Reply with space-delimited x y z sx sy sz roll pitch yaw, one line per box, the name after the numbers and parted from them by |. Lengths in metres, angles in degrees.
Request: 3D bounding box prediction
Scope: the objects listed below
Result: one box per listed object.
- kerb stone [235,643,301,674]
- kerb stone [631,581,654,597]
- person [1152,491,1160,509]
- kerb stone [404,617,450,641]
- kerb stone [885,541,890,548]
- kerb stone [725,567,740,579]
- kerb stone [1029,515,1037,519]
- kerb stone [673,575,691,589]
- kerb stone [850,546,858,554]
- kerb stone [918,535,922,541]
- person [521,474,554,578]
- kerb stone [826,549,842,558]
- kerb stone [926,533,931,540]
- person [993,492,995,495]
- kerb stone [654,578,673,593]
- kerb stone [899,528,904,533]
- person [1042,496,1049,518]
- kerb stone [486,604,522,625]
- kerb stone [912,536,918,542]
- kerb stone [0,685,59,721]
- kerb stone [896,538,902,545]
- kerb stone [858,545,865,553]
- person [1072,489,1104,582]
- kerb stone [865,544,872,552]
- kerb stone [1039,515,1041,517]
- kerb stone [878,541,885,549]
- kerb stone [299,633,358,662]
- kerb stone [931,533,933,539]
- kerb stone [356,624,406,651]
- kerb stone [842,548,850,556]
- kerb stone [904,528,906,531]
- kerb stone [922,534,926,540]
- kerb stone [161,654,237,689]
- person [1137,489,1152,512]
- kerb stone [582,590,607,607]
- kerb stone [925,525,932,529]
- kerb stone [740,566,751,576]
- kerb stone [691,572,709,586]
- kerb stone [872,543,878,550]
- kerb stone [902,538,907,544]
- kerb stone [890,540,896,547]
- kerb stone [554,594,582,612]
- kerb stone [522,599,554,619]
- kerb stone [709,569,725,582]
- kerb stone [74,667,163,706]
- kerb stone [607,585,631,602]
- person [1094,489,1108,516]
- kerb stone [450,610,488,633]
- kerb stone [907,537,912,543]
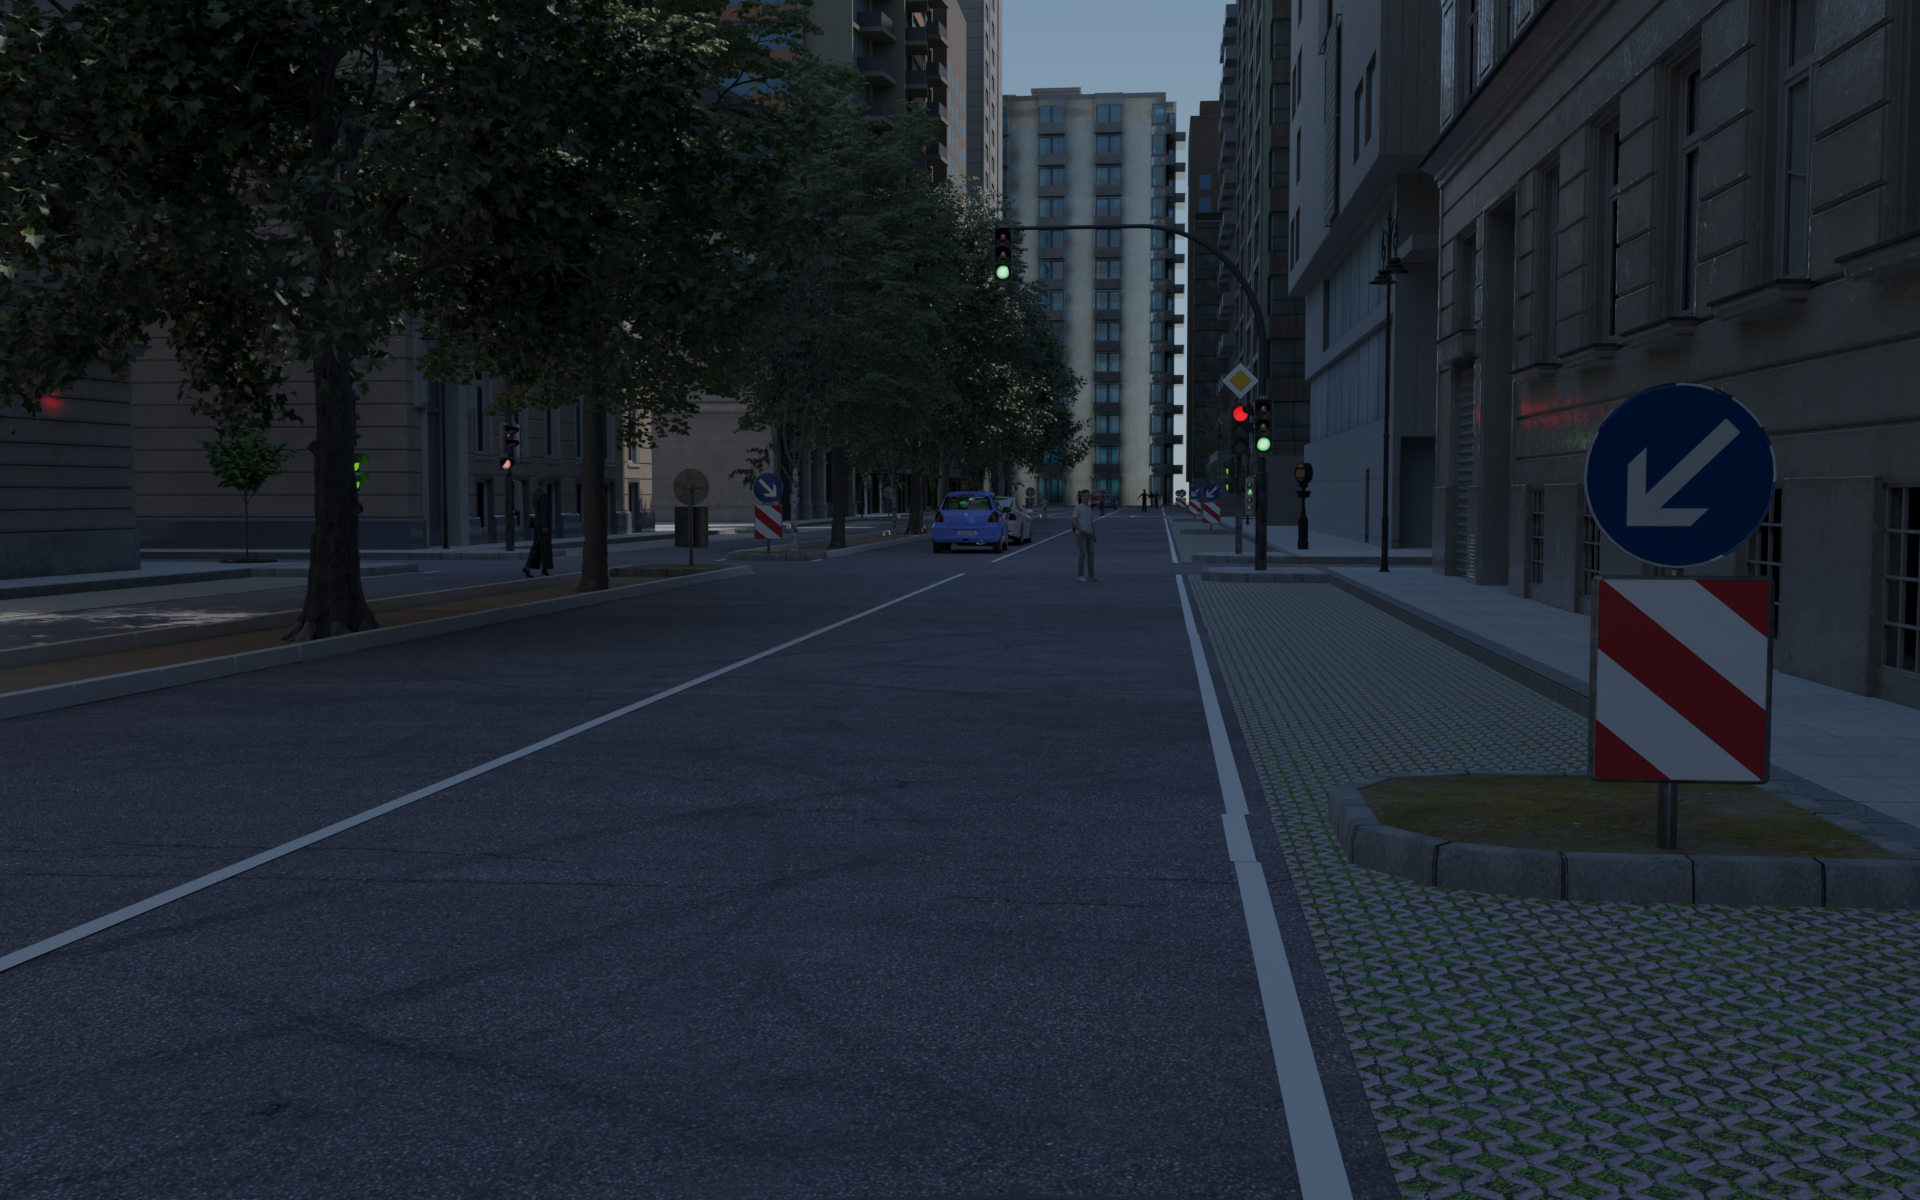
-5.744 0.492 14.242 0.120 0.150 1.000 0 4 7 | kerb stone
-4.566 -0.137 24.443 0.120 0.150 1.000 0 4 7 | kerb stone
19.369 -9.911 171.264 0.721 1.735 1.217 3 5 45 | person
-5.386 0.299 17.306 0.120 0.150 1.000 0 4 7 | kerb stone
-2.068 -1.476 46.321 0.120 0.150 1.000 0 4 7 | kerb stone
-3.982 -0.449 29.532 0.120 0.150 1.000 0 4 7 | kerb stone
4.267 -4.842 101.358 0.120 0.150 1.000 0 4 7 | kerb stone
-4.340 -0.262 26.475 0.120 0.150 1.000 0 4 7 | kerb stone
-2.643 -1.163 41.239 0.120 0.150 1.000 0 4 7 | kerb stone
-1.355 -1.849 52.450 0.120 0.150 1.000 0 4 7 | kerb stone
-7.207 -1.273 29.728 0.576 1.772 0.534 2 4 31 | person
-2.882 -1.039 39.195 0.120 0.150 1.000 0 4 7 | kerb stone
-1.115 -1.975 54.486 0.120 0.150 1.000 0 4 7 | kerb stone
2.776 -8.873 153.446 0.709 1.838 0.599 -2 4 -23 | person
-4.451 -0.198 25.459 0.120 0.150 1.000 0 4 7 | kerb stone
-2.274 -2.481 62.856 0.120 0.150 1.000 0 4 7 | kerb stone
5.119 -5.604 104.410 0.425 1.301 0.394 -1 4 -17 | person
-5.158 0.175 19.342 0.120 0.150 1.000 0 4 7 | kerb stone
-1.465 -1.788 51.428 0.120 0.150 1.000 0 4 7 | kerb stone
-6.092 0.675 11.181 0.120 0.150 1.000 0 4 7 | kerb stone
-1.822 -1.601 48.367 0.120 0.150 1.000 0 4 7 | kerb stone
-2.525 -1.227 42.254 0.120 0.150 1.000 0 4 7 | kerb stone
2.068 -1.054 28.322 0.523 1.515 0.503 1 4 16 | person
-2.405 -1.289 43.270 0.120 0.150 1.000 0 4 7 | kerb stone
4.625 -5.023 104.405 0.120 0.150 1.000 0 4 7 | kerb stone
-2.171 -1.413 45.304 0.120 0.150 1.000 0 4 7 | kerb stone
-5.619 0.427 15.263 0.120 0.150 1.000 0 4 7 | kerb stone
-0.996 -2.036 55.510 0.120 0.150 1.000 0 4 7 | kerb stone
-5.507 0.362 16.285 0.120 0.150 1.000 0 4 7 | kerb stone
-2.757 -1.103 40.223 0.120 0.150 1.000 0 4 7 | kerb stone
-2.148 -2.549 63.874 0.120 0.150 1.000 0 4 7 | kerb stone
-1.239 -1.913 53.471 0.120 0.150 1.000 0 4 7 | kerb stone
-5.863 0.554 13.222 0.120 0.150 1.000 0 4 7 | kerb stone
14.538 -7.828 136.447 1.348 1.831 0.705 2 4 29 | person
-4.809 -0.012 22.397 0.120 0.150 1.000 0 4 7 | kerb stone
-1.216 -3.047 72.027 0.120 0.150 1.000 0 4 7 | kerb stone
-3.865 -0.509 30.553 0.120 0.150 1.000 0 4 7 | kerb stone
-4.218 -0.324 27.498 0.120 0.150 1.000 0 4 7 | kerb stone
-2.293 -1.351 44.286 0.120 0.150 1.000 0 4 7 | kerb stone
-1.702 -1.663 49.394 0.120 0.150 1.000 0 4 7 | kerb stone
-1.941 -1.538 47.342 0.120 0.150 1.000 0 4 7 | kerb stone
-4.923 0.052 21.380 0.120 0.150 1.000 0 4 7 | kerb stone
-5.036 0.114 20.365 0.120 0.150 1.000 0 4 7 | kerb stone
-4.102 -0.386 28.513 0.120 0.150 1.000 0 4 7 | kerb stone
-5.980 0.614 12.207 0.120 0.150 1.000 0 4 7 | kerb stone
-4.690 -0.070 23.418 0.120 0.150 1.000 0 4 7 | kerb stone
9.443 -6.513 115.702 0.721 1.743 1.217 -3 5 -42 | person
-5.275 0.241 18.327 0.120 0.150 1.000 0 4 7 | kerb stone
-1.588 -1.726 50.413 0.120 0.150 1.000 0 4 7 | kerb stone
